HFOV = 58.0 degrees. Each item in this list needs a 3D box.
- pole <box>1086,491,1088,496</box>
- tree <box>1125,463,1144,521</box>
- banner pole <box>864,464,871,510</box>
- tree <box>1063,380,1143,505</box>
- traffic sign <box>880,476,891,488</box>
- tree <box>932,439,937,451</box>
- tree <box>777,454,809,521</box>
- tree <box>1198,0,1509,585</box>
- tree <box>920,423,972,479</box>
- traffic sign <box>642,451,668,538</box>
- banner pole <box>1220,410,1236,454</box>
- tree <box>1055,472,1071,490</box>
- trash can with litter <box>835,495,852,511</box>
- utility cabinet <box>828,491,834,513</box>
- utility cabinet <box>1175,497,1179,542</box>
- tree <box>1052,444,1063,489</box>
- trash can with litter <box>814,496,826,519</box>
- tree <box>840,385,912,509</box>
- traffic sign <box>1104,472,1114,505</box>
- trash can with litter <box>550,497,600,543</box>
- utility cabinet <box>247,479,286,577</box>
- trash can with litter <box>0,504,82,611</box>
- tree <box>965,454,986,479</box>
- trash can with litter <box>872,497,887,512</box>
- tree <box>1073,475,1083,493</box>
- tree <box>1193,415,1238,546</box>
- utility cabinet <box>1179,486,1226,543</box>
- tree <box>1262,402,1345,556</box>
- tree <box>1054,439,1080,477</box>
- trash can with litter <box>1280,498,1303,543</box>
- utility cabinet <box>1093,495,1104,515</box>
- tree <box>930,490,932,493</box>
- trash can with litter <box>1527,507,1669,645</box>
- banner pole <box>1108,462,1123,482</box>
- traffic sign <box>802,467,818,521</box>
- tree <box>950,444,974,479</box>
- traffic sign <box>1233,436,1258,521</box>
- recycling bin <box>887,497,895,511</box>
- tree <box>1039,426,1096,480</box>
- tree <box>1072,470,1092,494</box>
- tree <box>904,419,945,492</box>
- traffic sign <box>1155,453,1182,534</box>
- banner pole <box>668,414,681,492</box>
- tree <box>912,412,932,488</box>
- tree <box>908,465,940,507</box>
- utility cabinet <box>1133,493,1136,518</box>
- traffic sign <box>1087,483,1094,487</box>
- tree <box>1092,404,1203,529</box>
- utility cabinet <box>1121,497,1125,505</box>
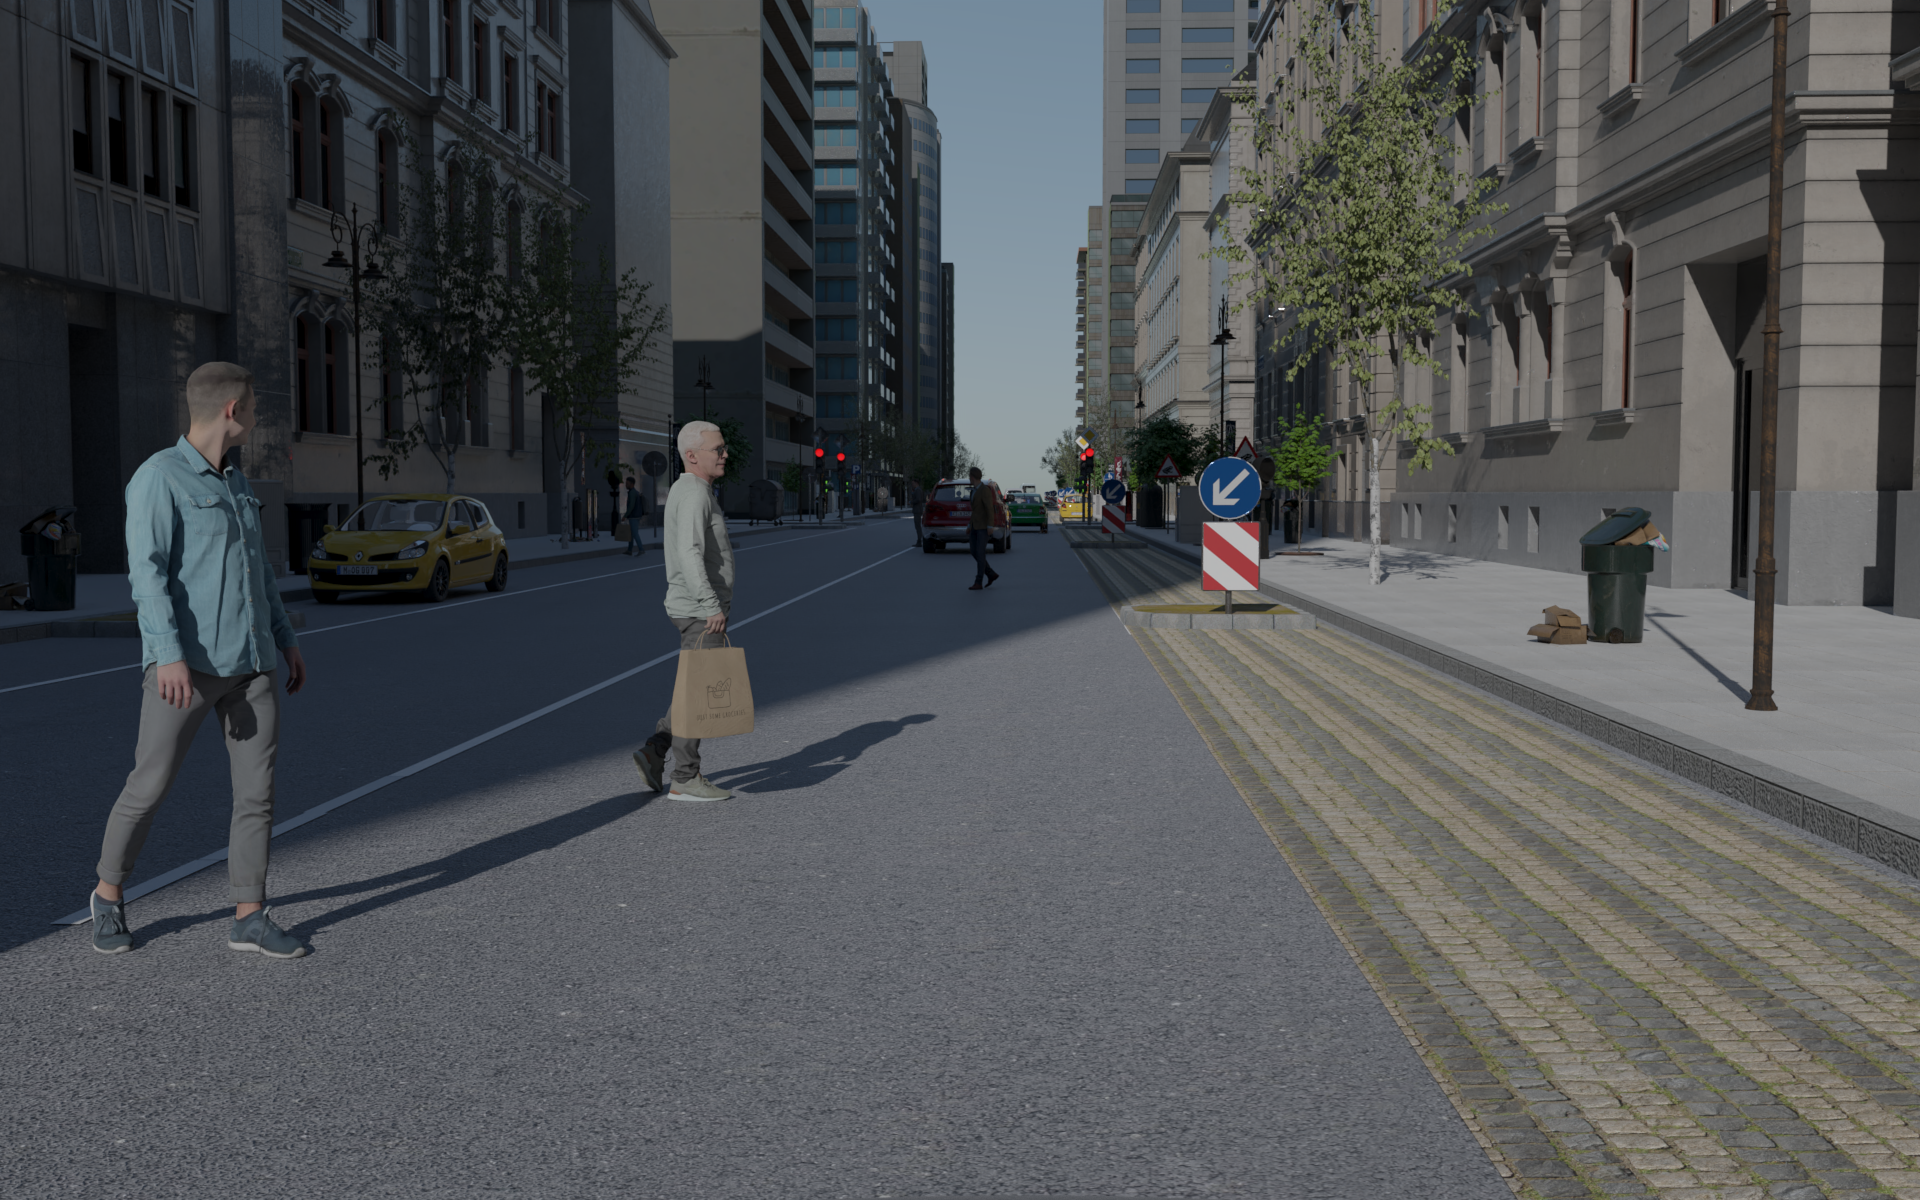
[{"bbox_3d":[10.311,-8.976,140.605,0.158,3.312,0.155,0,3,0],"label":"pole"},{"bbox_3d":[8.359,-5.364,82.300,1.663,3.219,1.824,0,3,0],"label":"tree"},{"bbox_3d":[-7.693,-9.362,143.085,0.863,3.779,0.401,2,4,29],"label":"banner pole"},{"bbox_3d":[9.358,-9.802,110.624,4.360,8.622,3.978,0,3,0],"label":"tree"},{"bbox_3d":[-5.282,-7.514,122.953,0.768,2.556,0.104,0,4,7],"label":"traffic sign"},{"bbox_3d":[-4.439,-12.132,148.727,4.360,8.622,3.978,0,3,0],"label":"tree"},{"bbox_3d":[-7.876,-5.406,82.989,1.663,3.219,1.824,0,3,0],"label":"tree"},{"bbox_3d":[5.702,-4.514,24.170,4.737,8.622,4.395,0,3,0],"label":"tree"},{"bbox_3d":[-2.376,-17.915,227.315,8.767,10.594,7.601,1,4,9],"label":"tree"},{"bbox_3d":[-8.988,-3.113,51.006,0.768,2.556,0.104,0,4,3],"label":"traffic sign"},{"bbox_3d":[7.943,-3.766,51.590,0.863,3.779,0.401,-3,5,-40],"label":"banner pole"},{"bbox_3d":[14.302,-13.831,209.843,4.285,4.588,4.351,0,3,0],"label":"tree"},{"bbox_3d":[-8.922,-7.179,128.432,2.233,1.210,1.678,-1,4,-15],"label":"trash can with litter"},{"bbox_3d":[-8.662,-6.568,116.070,0.318,1.500,1.173,0,4,2],"label":"utility cabinet"},{"bbox_3d":[5.946,-2.170,46.637,0.306,1.237,1.020,0,4,4],"label":"utility cabinet"},{"bbox_3d":[12.640,-14.978,195.248,4.360,8.622,3.978,0,3,0],"label":"tree"},{"bbox_3d":[-7.193,-4.731,88.734,0.624,1.170,1.055,0,4,-6],"label":"trash can with litter"},{"bbox_3d":[-6.357,-10.246,117.884,4.360,8.622,3.978,0,3,0],"label":"tree"},{"bbox_3d":[8.809,-6.205,101.554,0.768,2.556,0.104,1,4,10],"label":"traffic sign"},{"bbox_3d":[-10.542,-2.175,46.613,1.678,1.210,2.233,1,4,8],"label":"trash can with litter"},{"bbox_3d":[-10.720,-1.054,25.919,0.318,1.500,1.173,3,4,38],"label":"utility cabinet"},{"bbox_3d":[-10.257,-0.470,19.072,1.055,1.170,0.624,0,4,6],"label":"trash can with litter"},{"bbox_3d":[2.431,-22.000,310.066,4.737,8.622,4.395,0,3,0],"label":"tree"},{"bbox_3d":[-5.628,-6.764,121.986,1.055,1.170,0.624,-2,4,-24],"label":"trash can with litter"},{"bbox_3d":[10.817,-9.583,151.282,1.663,3.219,1.824,0,3,0],"label":"tree"},{"bbox_3d":[6.228,-2.948,42.793,1.663,3.219,1.824,0,3,0],"label":"tree"},{"bbox_3d":[6.318,-2.230,45.146,1.173,1.500,0.318,0,4,1],"label":"utility cabinet"},{"bbox_3d":[7.128,-2.561,36.476,1.663,3.219,1.824,0,3,0],"label":"tree"},{"bbox_3d":[14.099,-16.496,220.077,4.737,8.622,4.395,0,3,0],"label":"tree"},{"bbox_3d":[8.611,-2.066,45.173,0.624,1.170,1.055,0,4,5],"label":"trash can with litter"},{"bbox_3d":[8.629,-5.841,106.663,0.306,1.237,1.020,0,4,-7],"label":"utility cabinet"},{"bbox_3d":[-2.831,-12.231,194.573,1.663,3.219,1.824,0,3,0],"label":"tree"},{"bbox_3d":[5.477,-0.214,14.885,1.055,1.170,0.624,-1,4,-18],"label":"trash can with litter"},{"bbox_3d":[11.009,-8.203,124.136,0.863,3.779,0.401,1,4,12],"label":"banner pole"},{"bbox_3d":[-7.080,-4.987,81.643,0.768,2.556,0.104,1,4,10],"label":"traffic sign"},{"bbox_3d":[0.068,-18.675,255.692,4.360,8.622,3.978,0,3,0],"label":"tree"},{"bbox_3d":[6.345,-2.359,38.567,0.884,2.594,0.081,0,4,6],"label":"traffic sign"},{"bbox_3d":[-5.350,-7.267,131.364,0.722,1.027,0.722,1,4,9],"label":"recycling bin"},{"bbox_3d":[14.775,-18.495,236.806,8.767,10.594,7.601,1,4,15],"label":"tree"},{"bbox_3d":[10.778,-8.916,129.485,4.285,4.588,4.351,0,3,0],"label":"tree"},{"bbox_3d":[-3.629,-13.388,169.257,4.737,8.622,4.395,0,3,0],"label":"tree"},{"bbox_3d":[6.655,-3.385,55.346,0.884,2.594,0.081,1,4,12],"label":"traffic sign"},{"bbox_3d":[-8.918,-3.917,54.054,0.401,3.779,0.863,-3,5,-42],"label":"banner pole"},{"bbox_3d":[-5.319,-11.233,134.018,4.360,8.622,3.978,0,3,0],"label":"tree"},{"bbox_3d":[-3.697,-11.785,176.401,4.285,4.588,4.351,0,3,0],"label":"tree"},{"bbox_3d":[9.207,-5.059,91.400,0.318,1.500,1.173,-1,4,-15],"label":"utility cabinet"},{"bbox_3d":[10.095,-8.164,133.582,0.768,2.556,0.104,0,4,6],"label":"traffic sign"},{"bbox_3d":[7.411,-4.875,63.426,4.285,4.588,4.351,0,3,0],"label":"tree"},{"bbox_3d":[9.007,-5.110,94.714,0.306,1.237,1.020,0,4,-1],"label":"utility cabinet"}]
